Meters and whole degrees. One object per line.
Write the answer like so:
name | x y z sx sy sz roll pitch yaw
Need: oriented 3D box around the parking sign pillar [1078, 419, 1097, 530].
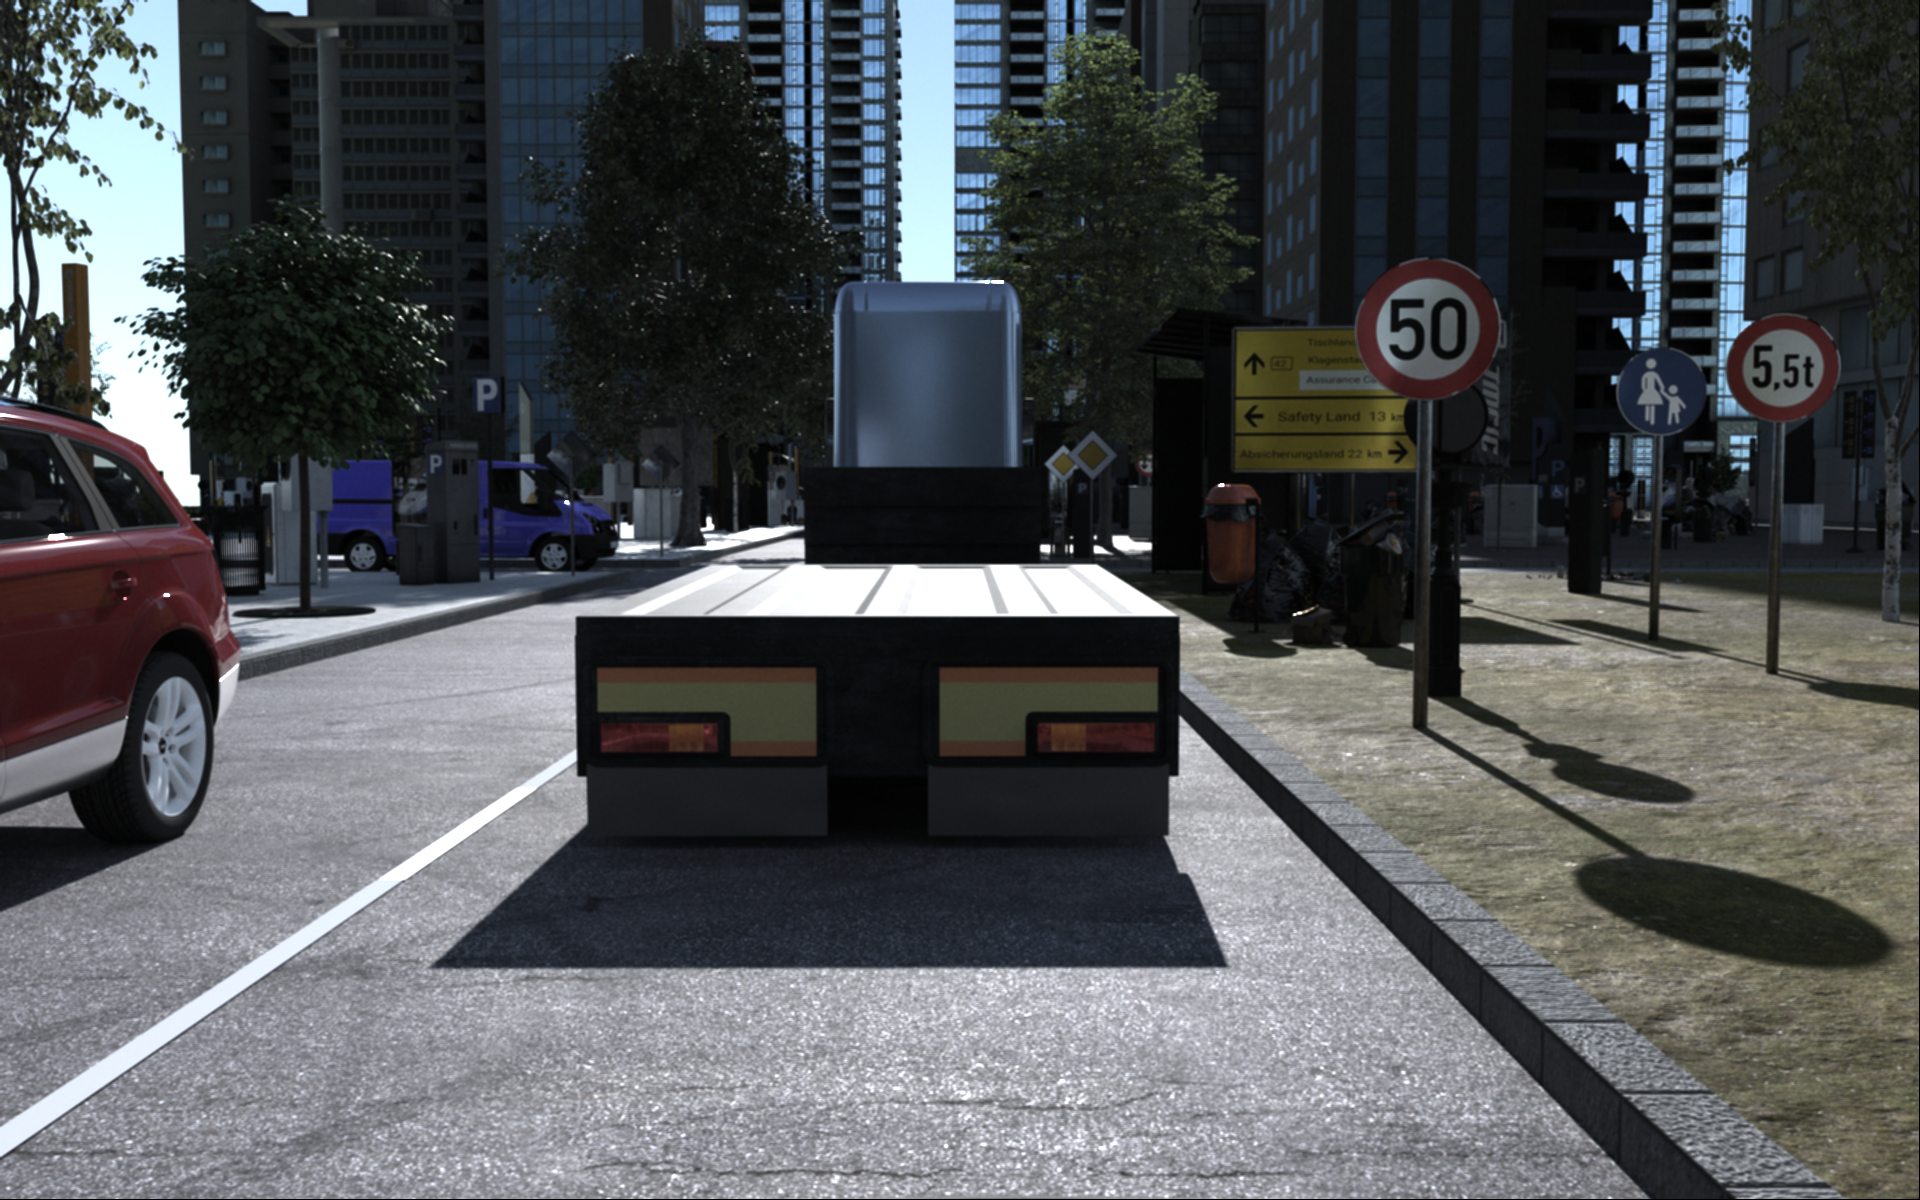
parking sign pillar | 4.203 -4.509 62.198 1.447 3.967 1.447 -2 4 -28

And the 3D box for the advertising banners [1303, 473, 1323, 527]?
advertising banners | 8.936 -3.010 45.398 0.090 3.025 2.074 -2 4 -27

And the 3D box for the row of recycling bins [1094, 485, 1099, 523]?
row of recycling bins | 4.732 -4.230 76.268 3.534 1.692 1.069 -1 4 -9

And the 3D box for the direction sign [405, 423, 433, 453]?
direction sign | -17.136 -3.848 54.910 0.876 3.537 0.379 -3 4 -37

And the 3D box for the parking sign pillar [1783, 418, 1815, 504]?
parking sign pillar | 29.699 -4.478 61.681 1.447 3.967 1.447 -3 5 -43

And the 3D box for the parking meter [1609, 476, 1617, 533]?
parking meter | 21.490 -3.152 57.245 0.399 1.863 0.255 2 4 26

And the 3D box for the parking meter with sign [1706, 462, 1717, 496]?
parking meter with sign | 40.327 -5.909 92.865 0.543 3.016 1.738 1 4 21

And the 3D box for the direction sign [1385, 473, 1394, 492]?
direction sign | 17.452 -4.793 70.359 0.379 3.537 0.876 2 4 35

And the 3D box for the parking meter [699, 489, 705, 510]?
parking meter | -11.193 -4.062 74.817 0.372 1.533 0.369 0 3 0

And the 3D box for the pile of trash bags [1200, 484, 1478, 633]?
pile of trash bags | 3.484 -0.459 17.250 1.912 1.369 3.447 3 5 40

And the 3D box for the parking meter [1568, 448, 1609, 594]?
parking meter | 8.100 -1.023 22.429 0.255 1.863 0.399 -2 4 -25

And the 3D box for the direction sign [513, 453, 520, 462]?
direction sign | -24.267 -6.290 94.837 0.379 3.537 0.876 1 4 15

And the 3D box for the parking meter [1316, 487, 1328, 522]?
parking meter | 12.234 -3.068 58.574 0.372 1.533 0.369 0 3 0

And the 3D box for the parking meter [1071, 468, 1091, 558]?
parking meter | 2.434 -1.777 34.759 0.399 1.863 0.255 0 4 0

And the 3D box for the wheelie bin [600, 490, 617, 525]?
wheelie bin | -14.675 -3.970 72.818 0.693 1.594 0.980 3 5 42

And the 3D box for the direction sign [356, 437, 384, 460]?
direction sign | -19.658 -4.023 57.777 0.876 3.537 0.379 0 4 -8

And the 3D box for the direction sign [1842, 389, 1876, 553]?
direction sign | 19.667 -2.810 37.948 0.379 3.537 0.876 -1 4 -16

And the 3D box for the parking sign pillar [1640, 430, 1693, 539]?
parking sign pillar | 20.506 -3.773 50.165 1.447 3.967 1.447 0 4 3

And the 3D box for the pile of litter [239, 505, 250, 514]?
pile of litter | -28.945 -3.389 69.369 1.176 0.858 1.719 0 4 -1

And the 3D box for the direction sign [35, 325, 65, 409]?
direction sign | -12.218 -1.922 23.416 0.876 3.537 0.379 3 4 36

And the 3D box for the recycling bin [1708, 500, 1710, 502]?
recycling bin | 30.977 -3.644 72.133 0.722 1.027 0.722 0 4 -6

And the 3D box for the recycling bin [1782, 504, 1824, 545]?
recycling bin | 21.301 -1.912 43.820 0.722 1.027 0.722 -1 4 -12

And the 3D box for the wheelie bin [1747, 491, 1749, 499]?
wheelie bin | 46.693 -5.753 101.966 0.693 1.594 0.980 1 4 16

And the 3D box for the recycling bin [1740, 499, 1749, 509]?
recycling bin | 41.656 -4.881 92.359 0.722 1.027 0.722 3 5 43

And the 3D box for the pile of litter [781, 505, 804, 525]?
pile of litter | -6.813 -3.524 71.585 1.719 0.858 1.176 -1 4 -12

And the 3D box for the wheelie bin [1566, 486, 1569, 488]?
wheelie bin | 24.318 -3.740 69.064 0.980 1.594 0.693 -2 4 -35

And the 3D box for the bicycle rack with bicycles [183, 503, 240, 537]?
bicycle rack with bicycles | -23.642 -2.364 52.026 2.852 0.926 2.925 3 5 43

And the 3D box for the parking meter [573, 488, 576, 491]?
parking meter | -13.743 -3.227 61.179 0.372 1.533 0.369 0 3 0

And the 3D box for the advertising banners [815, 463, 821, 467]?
advertising banners | -7.335 -6.107 96.043 2.074 3.025 0.090 3 5 44

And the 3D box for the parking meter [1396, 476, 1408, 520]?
parking meter | 14.423 -3.108 56.525 0.255 1.863 0.399 2 4 31

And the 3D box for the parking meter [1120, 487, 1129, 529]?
parking meter | 6.097 -3.391 63.860 0.372 1.533 0.369 0 3 0

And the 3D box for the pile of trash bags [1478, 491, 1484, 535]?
pile of trash bags | 16.423 -2.831 56.042 1.912 1.369 3.447 2 4 25

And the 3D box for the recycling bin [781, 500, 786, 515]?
recycling bin | -8.187 -3.983 77.680 0.722 1.027 0.722 -1 4 -13

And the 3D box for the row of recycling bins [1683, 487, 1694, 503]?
row of recycling bins | 40.934 -5.638 99.296 1.069 1.692 3.534 0 4 -6

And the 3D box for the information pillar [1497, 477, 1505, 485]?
information pillar | 22.764 -4.187 72.956 0.304 2.012 0.304 1 4 20

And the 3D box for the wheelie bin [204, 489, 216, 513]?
wheelie bin | -46.078 -6.015 106.247 0.693 1.594 0.980 -1 4 -12

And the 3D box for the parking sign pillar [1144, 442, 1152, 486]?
parking sign pillar | 9.828 -6.123 88.591 1.447 3.967 1.447 -1 4 -10

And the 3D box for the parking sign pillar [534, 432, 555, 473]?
parking sign pillar | -18.243 -5.309 75.274 1.447 3.967 1.447 2 4 24

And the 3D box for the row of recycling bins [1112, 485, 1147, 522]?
row of recycling bins | 8.256 -4.426 79.471 3.534 1.692 1.069 -2 4 -34

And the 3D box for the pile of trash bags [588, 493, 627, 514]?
pile of trash bags | -22.033 -6.056 108.773 1.912 1.369 3.447 2 4 35

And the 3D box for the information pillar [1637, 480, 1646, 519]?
information pillar | 35.184 -5.196 89.448 0.304 2.012 0.304 -1 4 -20

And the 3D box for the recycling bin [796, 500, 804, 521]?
recycling bin | -6.525 -3.749 73.851 0.722 1.027 0.722 2 4 30

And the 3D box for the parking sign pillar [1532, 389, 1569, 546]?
parking sign pillar | 14.883 -3.381 43.747 1.447 3.967 1.447 0 4 0

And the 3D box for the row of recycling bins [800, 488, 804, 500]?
row of recycling bins | -9.348 -5.605 98.755 1.069 1.692 3.534 0 4 -4

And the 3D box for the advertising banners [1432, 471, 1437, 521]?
advertising banners | 17.074 -4.024 61.975 0.090 3.025 2.074 0 4 5

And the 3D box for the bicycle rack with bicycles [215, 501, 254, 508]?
bicycle rack with bicycles | -38.935 -4.768 91.338 2.925 0.926 2.852 0 4 -3

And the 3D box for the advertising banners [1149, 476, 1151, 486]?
advertising banners | 7.490 -4.524 70.155 0.090 3.025 2.074 1 4 22

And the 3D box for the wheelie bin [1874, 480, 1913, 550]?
wheelie bin | 21.373 -1.939 39.617 0.693 1.594 0.980 0 4 -4

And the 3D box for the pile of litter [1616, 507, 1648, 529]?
pile of litter | 25.167 -3.103 64.692 1.719 0.858 1.176 -2 4 -35

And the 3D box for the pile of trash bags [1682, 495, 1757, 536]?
pile of trash bags | 23.564 -2.764 54.938 1.912 1.369 3.447 -1 4 -15

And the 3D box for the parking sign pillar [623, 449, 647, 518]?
parking sign pillar | -16.590 -6.149 89.000 1.447 3.967 1.447 1 4 22

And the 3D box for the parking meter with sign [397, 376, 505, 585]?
parking meter with sign | -7.361 -1.760 25.034 0.543 3.016 1.738 2 4 27

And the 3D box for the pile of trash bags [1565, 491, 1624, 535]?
pile of trash bags | 19.812 -2.799 55.509 3.447 1.369 1.912 -1 4 -17
